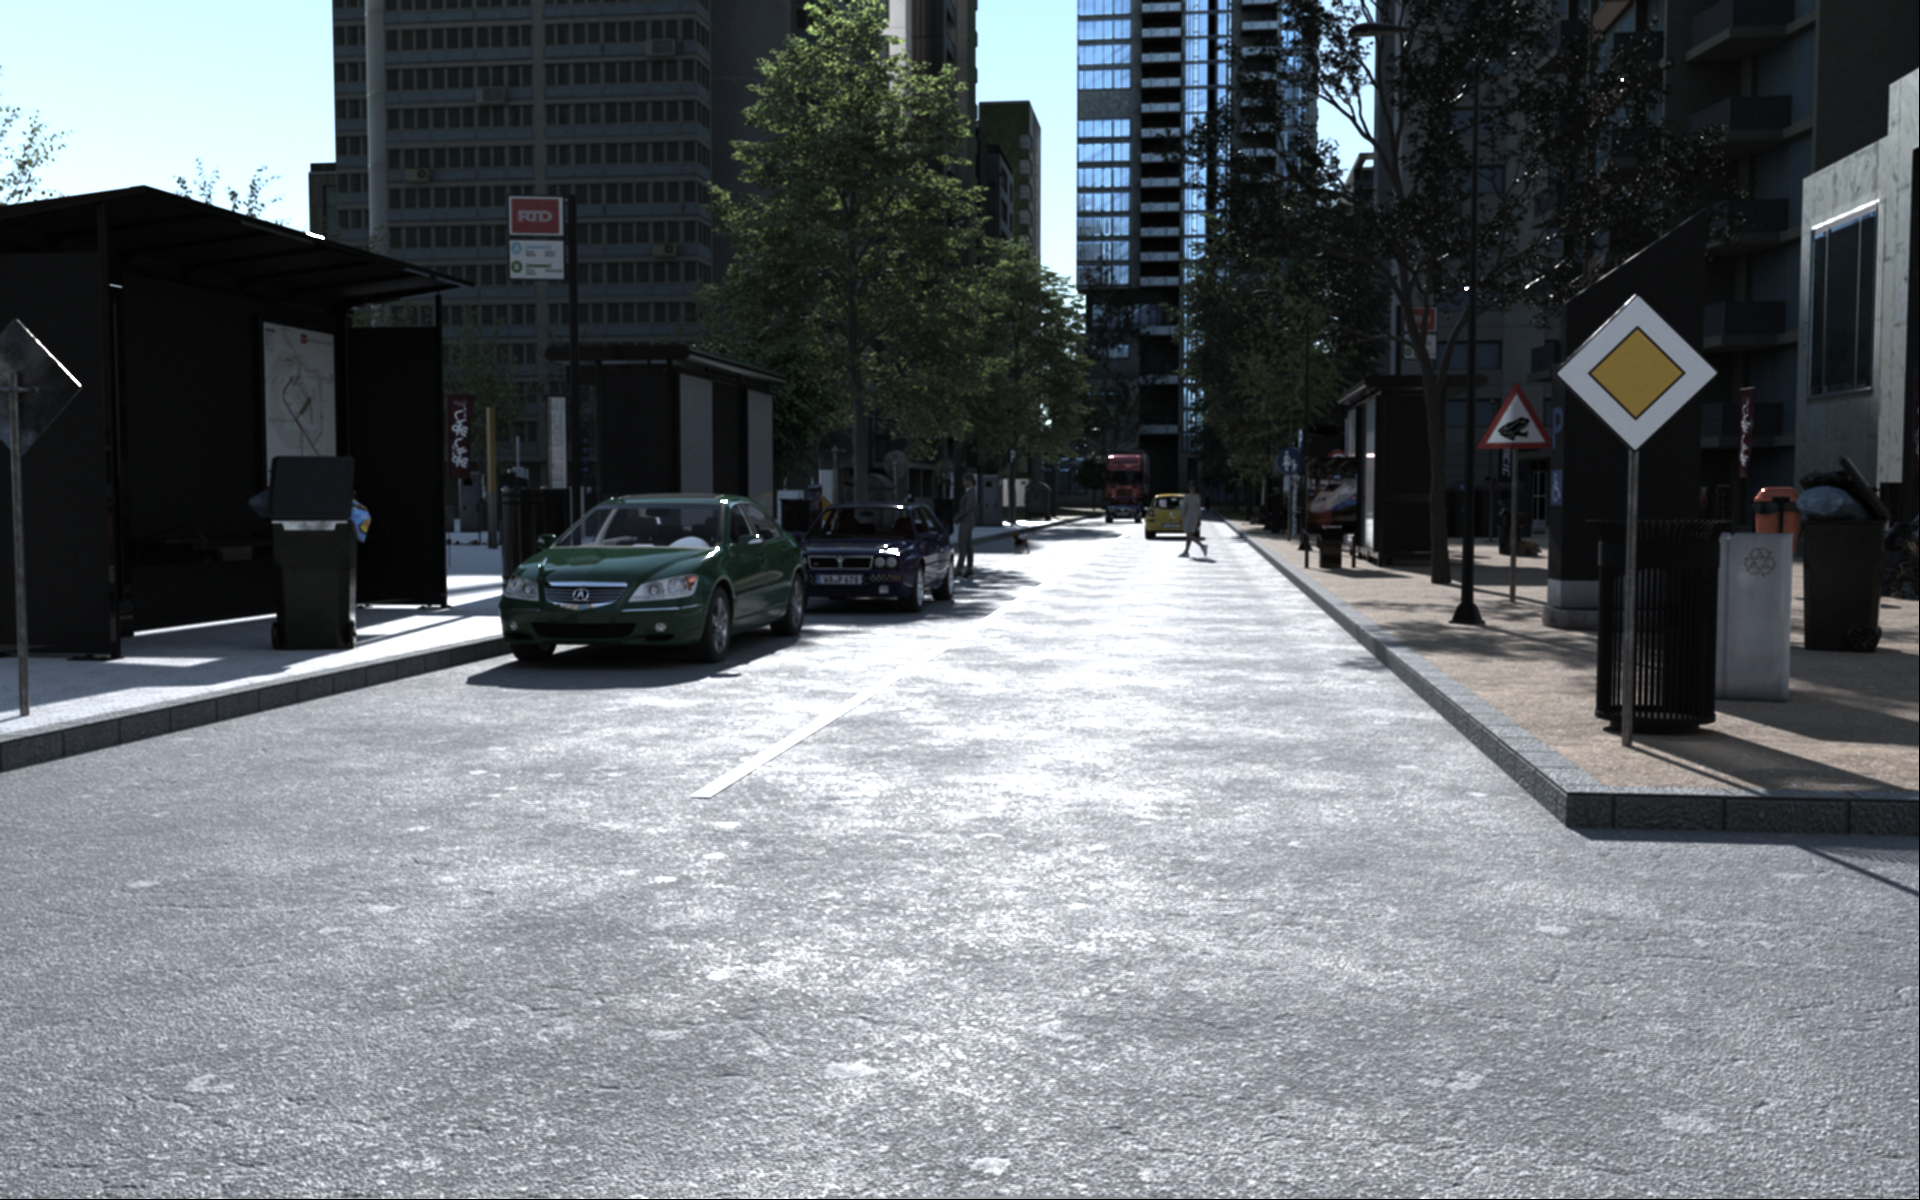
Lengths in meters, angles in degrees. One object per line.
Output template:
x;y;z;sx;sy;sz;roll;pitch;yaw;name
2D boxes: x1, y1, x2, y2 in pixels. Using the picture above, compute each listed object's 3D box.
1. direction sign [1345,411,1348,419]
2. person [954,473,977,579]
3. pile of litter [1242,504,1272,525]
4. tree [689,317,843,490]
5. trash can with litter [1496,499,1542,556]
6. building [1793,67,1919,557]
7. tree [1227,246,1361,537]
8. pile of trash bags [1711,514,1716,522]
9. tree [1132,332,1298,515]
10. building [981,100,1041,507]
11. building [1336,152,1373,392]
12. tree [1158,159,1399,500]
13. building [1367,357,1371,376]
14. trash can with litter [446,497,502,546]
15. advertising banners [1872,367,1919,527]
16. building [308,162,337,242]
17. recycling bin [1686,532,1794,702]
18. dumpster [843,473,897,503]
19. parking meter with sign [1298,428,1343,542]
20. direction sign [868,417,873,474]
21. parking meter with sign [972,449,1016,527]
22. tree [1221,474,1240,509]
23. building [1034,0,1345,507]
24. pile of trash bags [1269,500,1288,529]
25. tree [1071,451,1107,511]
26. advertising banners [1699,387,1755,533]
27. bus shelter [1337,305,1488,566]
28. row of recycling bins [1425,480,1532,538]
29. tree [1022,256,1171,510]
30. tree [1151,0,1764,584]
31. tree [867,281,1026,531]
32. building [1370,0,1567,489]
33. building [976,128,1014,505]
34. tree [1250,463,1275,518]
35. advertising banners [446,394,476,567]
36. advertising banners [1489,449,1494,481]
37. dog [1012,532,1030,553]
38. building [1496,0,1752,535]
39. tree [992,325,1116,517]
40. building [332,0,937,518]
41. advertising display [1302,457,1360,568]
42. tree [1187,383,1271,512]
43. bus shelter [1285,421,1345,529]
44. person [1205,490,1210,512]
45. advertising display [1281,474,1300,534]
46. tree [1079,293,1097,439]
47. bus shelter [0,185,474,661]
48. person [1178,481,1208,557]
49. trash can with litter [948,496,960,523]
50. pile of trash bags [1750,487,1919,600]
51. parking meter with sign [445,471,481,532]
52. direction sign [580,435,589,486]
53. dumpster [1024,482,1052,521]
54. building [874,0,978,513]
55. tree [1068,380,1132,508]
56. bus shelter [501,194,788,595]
10.598;-3.367;47.051;0.379;3.537;0.876;0;4;-6;direction sign
0.019;-1.267;29.491;0.573;1.790;0.520;-1;4;-14;person
12.704;-3.609;72.978;1.719;0.858;1.176;0;4;7;pile of litter
-3.873;-2.961;32.129;4.285;4.588;4.351;0;3;0;tree
11.799;-1.533;36.457;0.624;1.170;1.055;-2;4;-28;trash can with litter
29.727;-43.334;21.177;31.000;86.520;22.319;0;4;8;building
10.105;-6.232;52.262;4.737;8.622;4.395;0;3;0;tree
14.188;-1.496;34.219;1.912;1.369;3.447;2;4;32;pile of trash bags
17.448;-10.963;105.005;9.928;11.665;9.643;0;3;0;tree
1.173;-30.622;184.263;14.086;41.232;14.154;0;4;8;building
53.326;-30.232;186.174;23.993;40.220;32.217;0;4;8;building
12.597;-9.862;67.896;9.857;13.997;8.962;0;3;0;tree
40.558;-50.017;130.453;22.319;86.520;31.000;0;4;8;building
-12.275;-2.005;43.847;2.233;1.210;1.678;0;4;0;trash can with litter
12.740;-1.684;23.714;2.074;3.025;0.090;-2;4;-31;advertising banners
-47.332;-23.312;152.852;14.107;30.474;14.160;0;4;8;building
4.918;0.090;11.086;0.722;1.027;0.722;2;4;26;recycling bin
-2.538;-2.615;48.509;1.264;1.857;1.865;0;4;8;dumpster
9.937;-3.056;46.234;1.738;3.016;0.543;0;4;-2;parking meter with sign
-2.641;-3.623;51.237;0.379;3.537;0.876;0;4;4;direction sign
1.300;-4.375;67.793;1.738;3.016;0.543;2;4;29;parking meter with sign
23.135;-9.434;148.849;1.663;3.219;1.824;0;3;0;tree
24.396;-53.229;182.971;31.000;86.520;22.319;0;4;8;building
12.551;-3.330;64.198;1.912;1.369;3.447;1;4;20;pile of trash bags
10.009;-8.849;128.398;4.285;4.588;4.351;0;3;0;tree
13.021;-2.038;29.515;0.090;3.025;2.074;0;4;0;advertising banners
8.769;-3.488;34.654;2.179;5.291;8.768;0;4;8;bus shelter
15.240;-2.712;51.449;3.534;1.692;1.069;-1;4;-11;row of recycling bins
10.849;-17.411;140.555;12.611;20.169;13.585;0;3;0;tree
6.984;-5.536;24.923;8.767;10.594;7.601;0;4;7;tree
-0.103;-6.678;59.553;4.737;8.622;4.395;0;3;0;tree
35.207;-34.238;101.783;21.231;58.520;28.212;0;4;8;building
-2.735;-22.939;146.759;14.107;30.474;14.160;0;4;8;building
16.267;-5.984;92.437;1.663;3.219;1.824;0;3;0;tree
-9.435;-2.079;30.186;2.074;3.025;0.090;-2;4;-33;advertising banners
16.800;-3.630;55.540;0.090;3.025;2.074;3;4;36;advertising banners
1.473;-1.394;42.077;0.540;0.507;0.406;1;4;16;dog
32.642;-24.823;60.478;22.147;44.769;28.867;0;4;8;building
4.911;-9.858;95.585;7.601;10.594;8.767;-3;4;-38;tree
-18.059;-24.907;99.105;32.217;40.220;23.993;0;4;8;building
6.454;-1.523;30.121;0.974;1.923;0.123;0;4;-8;advertising display
19.967;-12.515;122.747;7.486;12.596;7.792;0;3;0;tree
11.981;-4.111;58.496;1.731;3.624;6.357;0;4;8;bus shelter
19.249;-7.703;135.178;0.721;1.736;1.217;1;4;11;person
10.751;-3.067;55.354;0.974;1.923;0.123;0;4;-3;advertising display
2.584;-9.704;76.794;7.486;12.596;7.792;0;3;0;tree
-6.646;-1.536;16.402;1.731;3.624;6.357;0;4;8;bus shelter
5.286;-1.834;39.236;0.760;1.731;0.466;2;4;29;person
-0.286;-3.981;76.145;1.678;1.210;2.233;-2;4;-30;trash can with litter
11.751;-0.728;21.658;3.447;1.369;1.912;1;4;15;pile of trash bags
-16.529;-3.796;58.327;1.738;3.016;0.543;-1;4;-19;parking meter with sign
-14.672;-4.583;66.929;0.876;3.537;0.379;2;4;33;direction sign
3.767;-4.788;84.046;1.264;1.857;1.865;0;4;8;dumpster
-6.621;-26.507;116.978;14.154;41.232;14.086;0;4;8;building
13.151;-14.107;156.410;9.928;11.665;9.643;0;3;0;tree
-4.632;-2.948;25.833;2.179;5.291;8.768;0;4;8;bus shelter
